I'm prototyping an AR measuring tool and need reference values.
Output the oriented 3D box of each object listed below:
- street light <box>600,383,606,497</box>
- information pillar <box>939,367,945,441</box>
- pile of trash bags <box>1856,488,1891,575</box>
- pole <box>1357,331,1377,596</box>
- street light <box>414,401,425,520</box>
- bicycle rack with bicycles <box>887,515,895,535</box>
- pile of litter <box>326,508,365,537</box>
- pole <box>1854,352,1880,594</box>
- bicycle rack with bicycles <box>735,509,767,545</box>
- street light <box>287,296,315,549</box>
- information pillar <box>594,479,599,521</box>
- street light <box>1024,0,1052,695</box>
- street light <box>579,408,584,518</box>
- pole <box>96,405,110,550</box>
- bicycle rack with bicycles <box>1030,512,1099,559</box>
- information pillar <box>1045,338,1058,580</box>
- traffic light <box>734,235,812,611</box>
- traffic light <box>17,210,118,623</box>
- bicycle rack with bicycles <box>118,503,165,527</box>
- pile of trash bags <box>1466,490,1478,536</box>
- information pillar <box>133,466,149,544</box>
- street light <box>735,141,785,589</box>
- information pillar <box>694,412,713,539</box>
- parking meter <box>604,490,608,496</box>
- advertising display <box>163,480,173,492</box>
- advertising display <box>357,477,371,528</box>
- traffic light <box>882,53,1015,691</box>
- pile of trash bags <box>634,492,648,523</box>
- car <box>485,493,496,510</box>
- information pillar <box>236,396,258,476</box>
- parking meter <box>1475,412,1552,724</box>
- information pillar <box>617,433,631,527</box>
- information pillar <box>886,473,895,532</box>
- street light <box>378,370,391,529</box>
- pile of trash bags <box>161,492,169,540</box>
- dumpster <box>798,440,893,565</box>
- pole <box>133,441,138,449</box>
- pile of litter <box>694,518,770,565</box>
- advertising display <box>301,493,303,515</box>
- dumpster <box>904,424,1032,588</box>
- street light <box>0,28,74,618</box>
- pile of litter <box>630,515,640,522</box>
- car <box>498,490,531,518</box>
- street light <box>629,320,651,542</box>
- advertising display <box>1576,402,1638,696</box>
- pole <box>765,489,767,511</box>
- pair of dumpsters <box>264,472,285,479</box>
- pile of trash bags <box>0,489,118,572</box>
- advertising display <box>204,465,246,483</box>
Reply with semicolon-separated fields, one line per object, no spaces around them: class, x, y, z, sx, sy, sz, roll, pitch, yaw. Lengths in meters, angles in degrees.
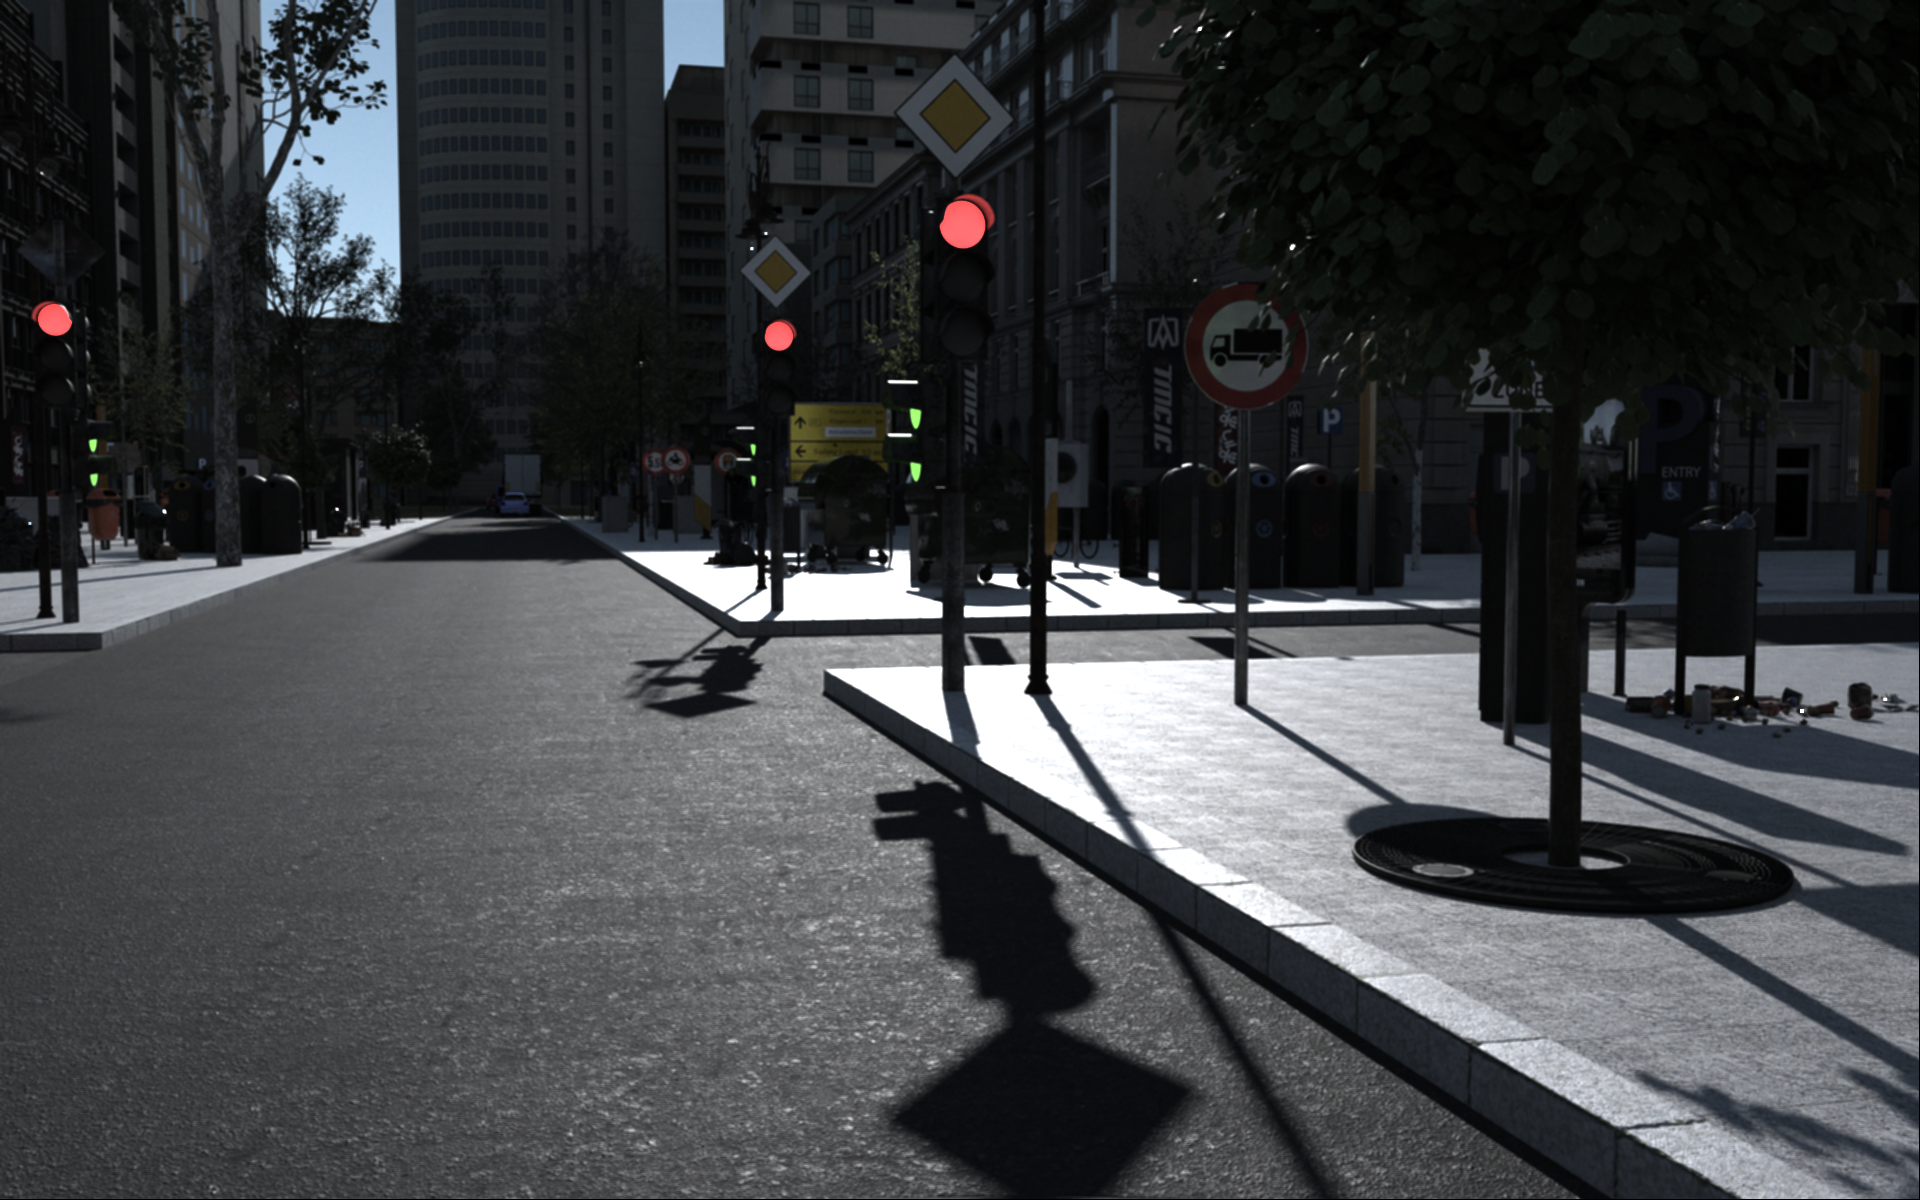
street light;-14.183;-5.871;68.784;0.468;5.910;1.993;-1;4;-14
information pillar;-0.170;-2.472;31.767;0.183;3.616;0.504;-3;4;-38
pile of trash bags;15.892;-1.056;27.010;3.447;1.369;1.912;2;4;31
pole;5.135;-1.713;21.851;0.158;3.312;0.155;0;3;0
street light;-26.881;-6.933;86.149;0.468;5.910;1.993;-1;4;-14
bicycle rack with bicycles;-3.211;-2.526;54.677;2.852;0.926;2.925;-1;4;-11
pile of litter;-18.581;-2.352;52.422;1.176;0.858;1.719;1;4;22
pole;11.635;-1.734;22.199;0.158;3.312;0.155;0;3;0
bicycle rack with bicycles;-4.459;-1.843;43.508;2.852;0.926;2.925;0;4;5
street light;-15.390;-4.146;40.571;0.468;5.910;1.993;-1;4;-14
information pillar;-17.555;-4.856;83.895;0.304;2.012;0.304;0;4;1
street light;0.503;-2.336;10.981;0.468;5.910;1.993;-1;4;-14
street light;-19.920;-7.245;91.244;0.468;5.910;1.993;-1;4;-14
pole;-19.678;-2.810;39.780;0.158;3.312;0.155;0;3;0
bicycle rack with bicycles;1.102;-1.313;34.842;2.852;0.926;2.925;-2;4;-26
information pillar;1.347;-2.111;25.872;0.183;3.616;0.504;-1;4;-14
traffic light;-2.031;-1.837;18.951;0.839;4.253;0.868;-1;4;-14
traffic light;-8.871;-1.730;17.202;0.839;4.253;0.868;-1;4;-14
bicycle rack with bicycles;-32.337;-3.333;67.876;2.852;0.926;2.925;0;4;7
pile of trash bags;11.502;-1.546;35.034;3.447;1.369;1.912;-2;4;-35
information pillar;-21.188;-2.467;44.821;0.304;2.012;0.304;-1;4;-11
street light;-2.678;-3.082;23.185;0.468;5.910;1.993;-1;4;-14
information pillar;-7.329;-3.550;49.405;0.504;3.616;0.183;0;4;1
parking meter;-18.361;-5.004;90.224;0.372;1.533;0.369;0;3;0
advertising display;-37.061;-4.644;81.140;0.974;1.923;0.123;3;5;44
advertising display;-22.419;-3.667;65.175;0.123;1.923;0.974;-3;5;-39
traffic light;-0.063;-1.363;11.211;0.839;4.253;0.868;-1;4;-14
pile of trash bags;-13.146;-4.058;76.099;3.447;1.369;1.912;3;5;41
car;-42.748;-9.218;159.748;2.155;1.783;4.494;-1;4;-14
information pillar;-16.862;-3.038;41.025;0.504;3.616;0.183;-1;4;-19
parking meter;3.129;-0.248;9.771;0.399;1.863;0.255;2;4;29
information pillar;-12.942;-4.608;66.692;0.504;3.616;0.183;-3;5;-44
information pillar;-2.398;-3.345;59.182;0.304;2.012;0.304;1;4;12
street light;-20.894;-5.523;63.084;0.468;5.910;1.993;-1;4;-14
pile of trash bags;-21.333;-2.369;48.487;1.912;1.369;3.447;-3;4;-39
dumpster;-2.116;-1.808;32.062;1.502;2.255;1.985;-1;4;-14
pole;-31.423;-4.419;66.096;0.158;3.312;0.155;0;3;0
pile of litter;-4.067;-1.078;31.588;1.176;0.858;1.719;-3;5;-43
advertising display;-22.324;-3.218;57.826;0.974;1.923;0.123;0;4;6
dumpster;0.156;-1.330;24.235;1.502;2.255;1.985;-1;4;-14
street light;-9.489;-2.753;17.807;0.468;5.910;1.993;-1;4;-14
pile of litter;-15.420;-4.010;79.536;1.719;0.858;1.176;-1;4;-17
car;-26.936;-5.824;104.809;1.945;1.707;3.694;-1;4;-14
street light;-8.540;-4.497;46.306;0.468;5.910;1.993;-1;4;-14
advertising display;3.925;-0.372;11.301;0.123;1.923;0.974;-3;5;-40
pole;-6.645;-3.978;58.886;0.158;3.312;0.155;0;3;0
pair of dumpsters;-26.838;-4.052;68.751;1.574;2.255;4.437;-1;4;-14
pile of trash bags;-16.015;-1.245;30.115;1.912;1.369;3.447;1;4;19
advertising display;-16.679;-2.089;39.361;0.123;1.923;0.974;2;4;35
